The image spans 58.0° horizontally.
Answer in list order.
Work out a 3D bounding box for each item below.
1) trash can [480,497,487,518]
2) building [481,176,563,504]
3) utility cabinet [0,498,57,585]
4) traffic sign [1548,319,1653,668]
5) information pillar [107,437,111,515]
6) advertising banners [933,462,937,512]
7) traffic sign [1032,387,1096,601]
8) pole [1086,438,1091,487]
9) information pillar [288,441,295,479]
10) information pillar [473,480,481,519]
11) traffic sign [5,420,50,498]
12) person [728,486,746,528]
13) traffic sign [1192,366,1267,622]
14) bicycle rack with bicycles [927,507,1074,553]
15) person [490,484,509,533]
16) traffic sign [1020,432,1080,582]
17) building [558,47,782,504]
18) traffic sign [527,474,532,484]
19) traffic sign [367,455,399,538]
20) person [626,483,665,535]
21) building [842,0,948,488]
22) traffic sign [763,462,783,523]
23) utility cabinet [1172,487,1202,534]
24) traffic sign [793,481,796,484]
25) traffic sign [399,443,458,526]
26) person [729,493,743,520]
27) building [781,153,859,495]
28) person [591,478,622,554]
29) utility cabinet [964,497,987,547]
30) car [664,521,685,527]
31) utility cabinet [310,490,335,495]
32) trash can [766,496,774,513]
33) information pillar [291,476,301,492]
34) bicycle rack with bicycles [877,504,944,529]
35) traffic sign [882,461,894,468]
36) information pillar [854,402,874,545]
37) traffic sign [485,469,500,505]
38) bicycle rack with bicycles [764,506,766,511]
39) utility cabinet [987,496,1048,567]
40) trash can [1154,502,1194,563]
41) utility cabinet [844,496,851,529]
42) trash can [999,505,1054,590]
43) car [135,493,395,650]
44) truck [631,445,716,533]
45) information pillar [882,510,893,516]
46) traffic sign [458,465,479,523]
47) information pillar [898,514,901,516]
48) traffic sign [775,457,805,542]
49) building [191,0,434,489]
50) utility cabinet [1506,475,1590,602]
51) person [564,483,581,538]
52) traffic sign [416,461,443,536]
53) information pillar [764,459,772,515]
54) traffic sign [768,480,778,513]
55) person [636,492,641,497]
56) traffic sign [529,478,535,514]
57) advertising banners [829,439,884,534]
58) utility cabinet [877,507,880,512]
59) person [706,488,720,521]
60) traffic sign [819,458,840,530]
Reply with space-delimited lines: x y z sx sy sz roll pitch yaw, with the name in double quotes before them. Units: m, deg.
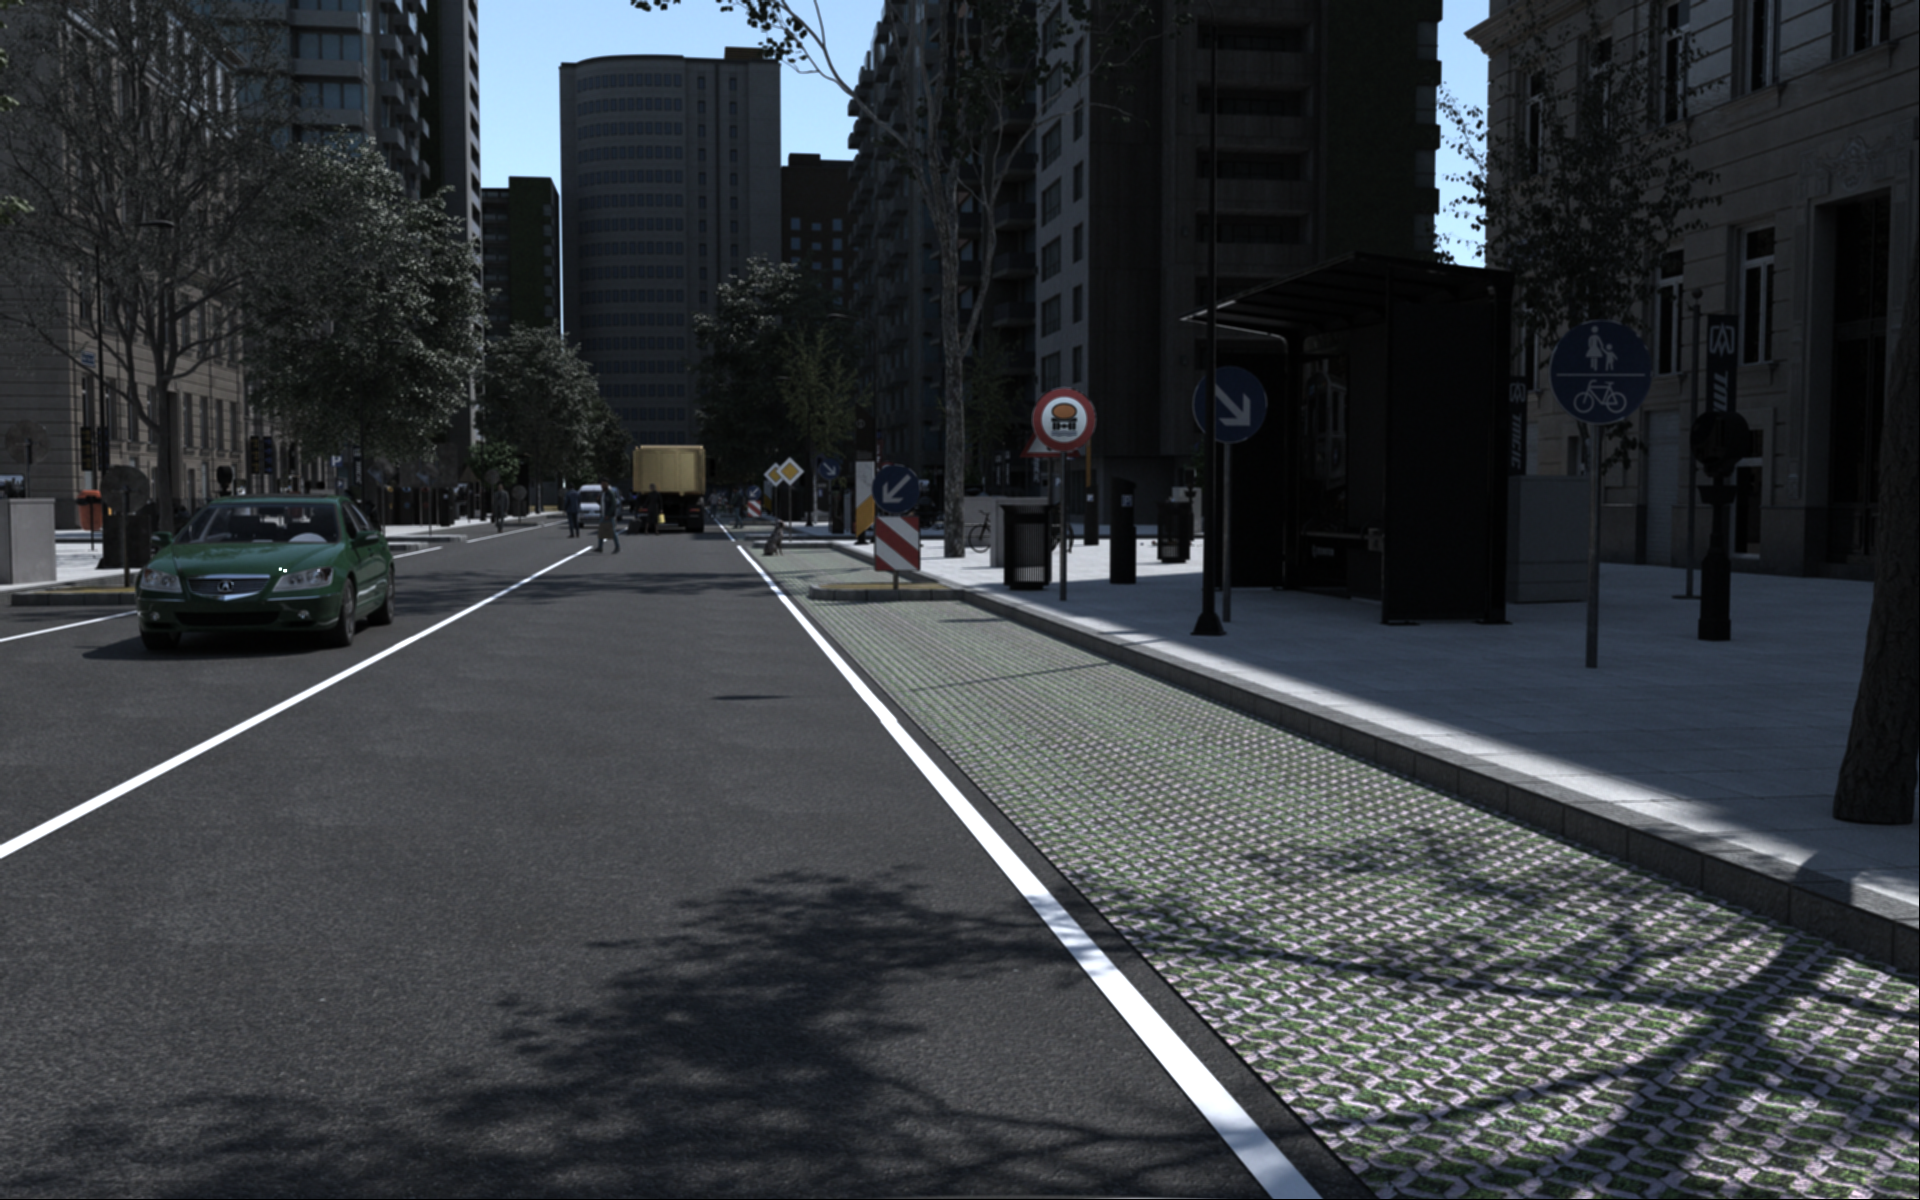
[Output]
"trash can" -24.921 -4.786 89.909 0.748 1.137 0.748 0 3 0
"building" -59.257 -33.104 224.837 14.086 41.232 14.154 -1 4 -9
"utility cabinet" -13.512 -0.847 25.008 0.306 1.237 1.020 0 4 7
"traffic sign" 4.669 -0.772 12.728 0.768 2.556 0.104 0 4 -2
"information pillar" -30.371 -4.303 61.704 0.183 3.616 0.504 -1 4 -14
"advertising banners" -1.483 -6.164 96.966 0.090 3.025 2.074 -1 4 -10
"traffic sign" 1.243 -1.265 20.784 0.768 2.556 0.104 0 4 0
"pole" 4.112 -3.769 55.471 0.158 3.312 0.155 0 3 0
"information pillar" -29.676 -5.236 76.955 0.183 3.616 0.504 0 4 1
"information pillar" -24.903 -5.186 89.281 0.304 2.012 0.304 -2 4 -28
"traffic sign" -16.011 -1.814 29.758 0.768 2.556 0.104 0 4 0
"person" -9.263 -3.858 71.919 0.721 1.781 0.623 0 4 -5
"traffic sign" 2.676 -1.052 17.311 0.768 2.556 0.104 -1 4 -8
"bicycle rack with bicycles" 1.363 -1.489 37.729 2.925 0.926 2.852 -3 5 -39
"person" -17.132 -3.414 64.418 0.694 1.812 0.767 0 4 4
"traffic sign" 1.304 -1.539 25.162 0.884 2.594 0.081 0 4 -2
"building" -38.327 -42.122 230.696 28.212 58.520 21.231 -1 4 -9
"traffic sign" -26.797 -6.523 106.762 0.768 2.556 0.104 0 4 -8
"traffic sign" -14.933 -2.521 44.853 0.795 2.450 0.064 -1 4 -9
"person" -10.979 -3.177 60.666 1.509 1.804 0.699 3 5 44
"building" 0.109 -34.343 181.108 23.786 49.044 30.456 -1 4 -9
"traffic sign" -5.772 -3.099 54.316 0.795 2.450 0.064 -1 4 -9
"utility cabinet" 7.298 -2.874 55.663 0.318 1.500 1.173 3 5 45
"traffic sign" -10.358 -6.461 105.740 0.768 2.556 0.104 0 3 0
"traffic sign" -21.182 -4.598 69.046 2.265 3.308 0.079 0 4 -7
"person" -12.253 -5.228 94.465 0.782 1.767 0.515 2 4 29
"building" -16.894 -35.543 231.241 14.200 45.320 14.600 -1 4 -9
"person" -8.420 -2.009 41.333 0.713 1.824 0.794 -2 4 -29
"utility cabinet" 0.253 -1.888 42.033 1.020 1.237 0.306 -1 4 -9
"car" -12.970 -3.885 75.877 2.083 1.381 4.827 -1 4 -11
"utility cabinet" -31.507 -4.711 85.709 1.173 1.500 0.318 -2 4 -28
"trash can" -12.516 -6.294 114.554 0.748 1.137 0.748 0 3 0
"information pillar" -26.916 -4.021 70.241 0.304 2.012 0.304 -1 4 -11
"bicycle rack with bicycles" -1.173 -3.025 62.846 2.925 0.926 2.852 1 4 16
"traffic sign" -2.818 -4.121 67.481 0.768 2.556 0.104 0 4 -5
"information pillar" -2.422 -3.214 43.911 0.504 3.616 0.183 1 4 15
"traffic sign" -24.000 -5.432 88.919 0.768 2.556 0.104 0 4 -5
"bicycle rack with bicycles" -13.020 -7.012 128.027 2.925 0.926 2.852 -1 4 -12
"utility cabinet" 1.044 -1.190 30.616 1.020 1.237 0.306 -2 4 -24
"trash can" 3.992 -1.265 32.334 0.748 1.137 0.748 0 3 0
"utility cabinet" -3.866 -3.172 63.019 1.020 1.237 0.306 1 4 20
"trash can" 0.891 -0.708 23.231 0.748 1.137 0.748 0 3 0
"car" -6.907 -0.354 17.585 2.131 1.459 4.920 -1 4 -11
"truck" -11.270 -4.389 67.691 3.469 3.379 9.791 0 4 -8
"information pillar" -2.358 -3.214 57.043 0.304 2.012 0.304 2 4 30
"traffic sign" -21.823 -4.704 76.915 0.884 2.594 0.081 0 4 -7
"information pillar" -2.531 -3.990 69.724 0.304 2.012 0.304 -2 4 -24
"traffic sign" -4.557 -2.617 46.423 0.795 2.450 0.064 -1 4 -9
"building" -54.828 -31.694 137.803 23.786 49.044 30.456 -1 4 -9
"utility cabinet" 6.970 -0.725 20.535 1.173 1.500 0.318 -2 4 -25
"person" -12.727 -2.952 56.955 0.419 1.800 0.721 3 4 37
"traffic sign" -16.147 -3.003 52.746 0.795 2.450 0.064 -1 4 -9
"information pillar" -11.707 -6.982 105.509 0.504 3.616 0.183 -2 4 -28
"traffic sign" -10.989 -6.091 101.713 0.606 2.300 0.079 0 4 0
"person" -16.463 -4.941 89.469 0.473 1.802 0.592 2 4 27
"traffic sign" -27.887 -6.744 112.392 0.606 2.300 0.079 0 4 -7
"advertising banners" -3.304 -3.620 55.373 2.074 3.025 0.090 2 4 29
"utility cabinet" -5.739 -6.901 121.505 1.173 1.500 0.318 -2 4 -33
"person" -13.007 -4.983 90.651 0.731 1.740 0.598 -3 5 -42
"traffic sign" -4.627 -3.757 61.535 0.768 2.556 0.104 0 4 -2
